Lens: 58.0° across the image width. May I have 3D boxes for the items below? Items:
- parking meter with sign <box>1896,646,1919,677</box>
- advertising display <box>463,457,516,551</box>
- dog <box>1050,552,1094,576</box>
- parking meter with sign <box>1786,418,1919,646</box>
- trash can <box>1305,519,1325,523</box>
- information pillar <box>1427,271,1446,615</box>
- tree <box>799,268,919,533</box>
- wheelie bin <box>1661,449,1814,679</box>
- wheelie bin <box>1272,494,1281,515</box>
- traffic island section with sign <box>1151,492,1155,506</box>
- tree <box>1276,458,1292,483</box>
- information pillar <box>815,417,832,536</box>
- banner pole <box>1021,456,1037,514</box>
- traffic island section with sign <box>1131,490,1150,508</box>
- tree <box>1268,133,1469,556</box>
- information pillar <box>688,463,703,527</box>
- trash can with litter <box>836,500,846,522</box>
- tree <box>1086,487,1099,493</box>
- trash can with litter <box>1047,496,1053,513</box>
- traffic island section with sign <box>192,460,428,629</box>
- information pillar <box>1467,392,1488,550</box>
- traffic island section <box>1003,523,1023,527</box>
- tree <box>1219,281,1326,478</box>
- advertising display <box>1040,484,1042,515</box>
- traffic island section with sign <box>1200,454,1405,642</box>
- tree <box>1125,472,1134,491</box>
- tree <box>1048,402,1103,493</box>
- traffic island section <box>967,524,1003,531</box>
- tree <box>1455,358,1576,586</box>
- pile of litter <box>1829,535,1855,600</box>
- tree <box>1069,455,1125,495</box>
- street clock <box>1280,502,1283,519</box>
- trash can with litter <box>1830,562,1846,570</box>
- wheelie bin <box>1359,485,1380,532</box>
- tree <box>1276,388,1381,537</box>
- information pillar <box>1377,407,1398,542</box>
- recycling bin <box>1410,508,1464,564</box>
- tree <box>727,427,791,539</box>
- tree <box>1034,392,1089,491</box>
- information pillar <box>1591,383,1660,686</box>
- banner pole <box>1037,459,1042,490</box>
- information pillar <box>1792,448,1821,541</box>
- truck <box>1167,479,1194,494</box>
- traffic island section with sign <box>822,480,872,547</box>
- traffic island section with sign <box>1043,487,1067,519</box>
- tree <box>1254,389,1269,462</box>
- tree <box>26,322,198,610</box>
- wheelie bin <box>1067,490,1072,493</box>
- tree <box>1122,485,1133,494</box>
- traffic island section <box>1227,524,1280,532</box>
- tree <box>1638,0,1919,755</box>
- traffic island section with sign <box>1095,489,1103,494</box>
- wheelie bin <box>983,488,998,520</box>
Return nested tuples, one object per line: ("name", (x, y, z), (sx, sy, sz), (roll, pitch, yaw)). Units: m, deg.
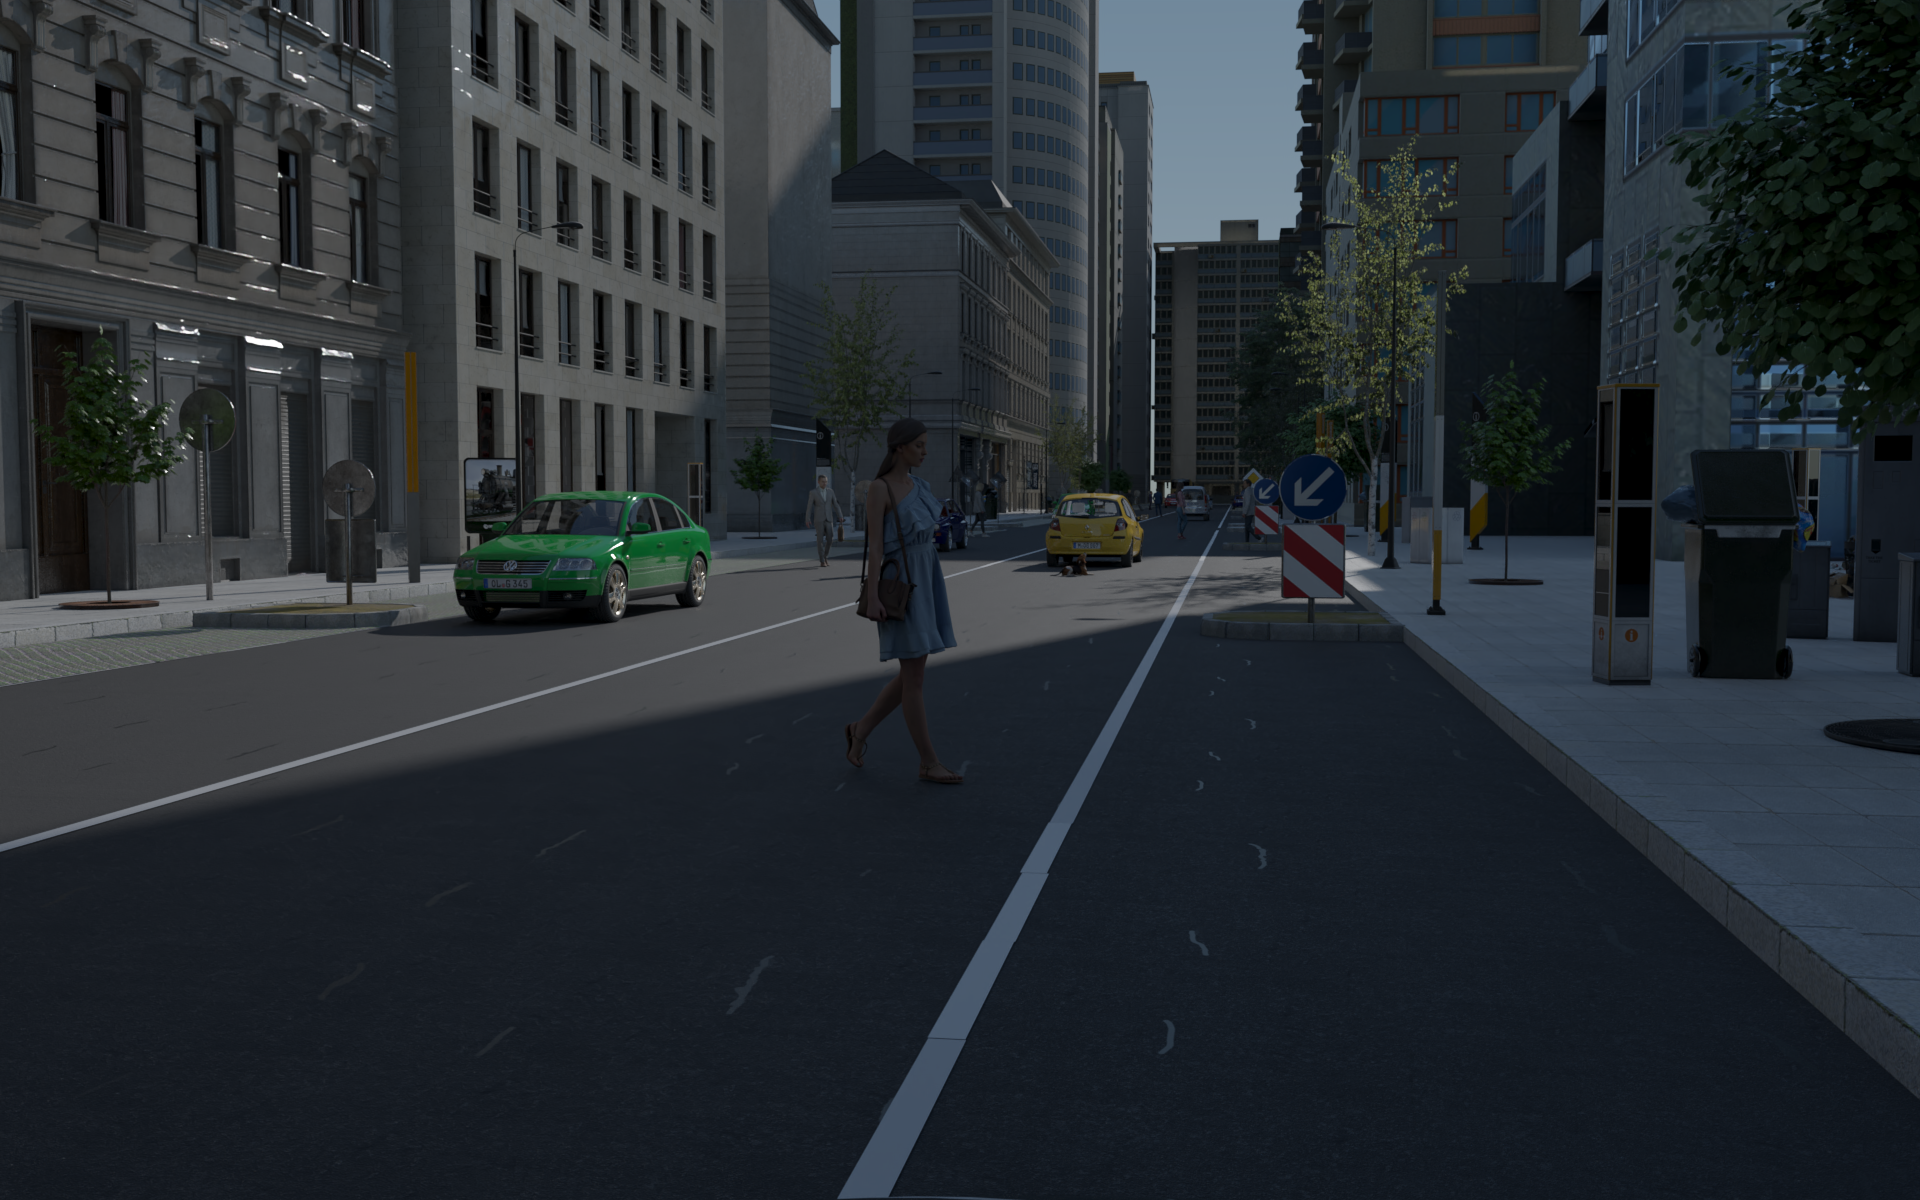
("parking meter with sign", (7.532, -0.962, 11.996), (1.738, 3.016, 0.543), (1, 4, 13))
("advertising display", (-8.261, -1.554, 30.625), (0.974, 1.923, 0.123), (-1, 4, -17))
("dog", (1.966, -0.625, 30.413), (0.748, 0.427, 0.550), (1, 4, 12))
("parking meter with sign", (8.164, -1.149, 15.050), (1.738, 3.016, 0.543), (2, 4, 26))
("trash can", (11.279, -2.652, 55.018), (0.748, 1.137, 0.748), (0, 3, 0))
("information pillar", (5.102, -1.658, 18.463), (0.183, 3.616, 0.504), (1, 4, 13))
("tree", (-3.495, -6.547, 57.413), (4.737, 8.622, 4.395), (0, 3, 0))
("wheelie bin", (5.451, -0.264, 12.224), (0.980, 1.594, 0.693), (1, 4, 11))
("wheelie bin", (19.877, -6.160, 108.626), (0.693, 1.594, 0.980), (1, 4, 22))
("traffic island section with sign", (22.375, -11.909, 203.342), (1.989, 1.847, 2.006), (1, 4, 9))
("tree", (17.756, -5.992, 92.574), (1.663, 3.219, 1.824), (0, 3, 0))
("information pillar", (-4.170, -3.764, 52.894), (0.504, 3.616, 0.183), (1, 4, 19))
("banner pole", (4.410, -7.580, 113.943), (0.863, 3.779, 0.401), (-2, 4, -33))
("traffic island section with sign", (18.120, -10.281, 176.723), (1.989, 1.847, 2.006), (1, 4, 9))
("tree", (8.617, -5.248, 36.167), (4.360, 8.622, 3.978), (0, 3, 0))
("information pillar", (-6.232, -2.223, 40.840), (0.304, 2.012, 0.304), (0, 4, 4))
("trash can with litter", (-5.655, -4.086, 78.189), (0.624, 1.170, 1.055), (2, 4, 34))
("tree", (12.158, -10.012, 158.294), (1.663, 3.219, 1.824), (0, 3, 0))
("trash can with litter", (6.242, -6.627, 119.735), (0.624, 1.170, 1.055), (-1, 4, -16))
("traffic island section with sign", (-7.080, -0.652, 19.293), (1.989, 1.847, 2.006), (1, 4, 9))
("information pillar", (11.914, -2.960, 39.750), (0.183, 3.616, 0.504), (-2, 4, -26))
("traffic island section", (1.652, -3.284, 75.976), (2.009, 0.180, 2.903), (1, 4, 9))
("tree", (20.605, -12.113, 104.699), (9.857, 13.997, 8.962), (0, 3, 0))
("advertising display", (5.066, -6.296, 108.149), (0.123, 1.923, 0.974), (0, 4, 3))
("traffic island section with sign", (3.503, -0.567, 17.897), (1.989, 1.847, 2.006), (1, 4, 9))
("tree", (18.148, -13.136, 198.480), (4.285, 4.588, 4.351), (0, 3, 0))
("tree", (9.206, -11.465, 137.814), (4.737, 8.622, 4.395), (0, 3, 0))
("traffic island section", (0.390, -2.802, 68.091), (2.009, 0.180, 2.903), (1, 4, 9))
("tree", (7.950, -1.842, 24.717), (1.663, 3.219, 1.824), (0, 3, 0))
("pile of litter", (11.067, -0.477, 21.764), (1.176, 0.858, 1.719), (3, 5, 40))
("tree", (10.692, -9.885, 145.332), (4.285, 4.588, 4.351), (0, 3, 0))
("street clock", (16.578, -5.155, 88.857), (0.358, 2.002, 0.471), (3, 5, 43))
("trash can with litter", (15.609, -1.152, 29.889), (2.233, 1.210, 1.678), (-2, 4, -32))
("wheelie bin", (13.999, -3.108, 58.719), (0.980, 1.594, 0.693), (0, 4, 1))
("tree", (11.271, -4.196, 52.322), (4.285, 4.588, 4.351), (0, 3, 0))
("information pillar", (11.391, -3.347, 46.073), (0.183, 3.616, 0.504), (-3, 4, -37))
("recycling bin", (8.814, -1.190, 32.012), (0.722, 1.027, 0.722), (-1, 4, -15))
("tree", (-5.815, -3.375, 49.785), (1.663, 3.219, 1.824), (0, 3, 0))
("tree", (7.377, -10.636, 124.268), (4.360, 8.622, 3.978), (0, 3, 0))
("information pillar", (4.485, -0.440, 11.685), (0.304, 2.012, 0.304), (0, 4, -2))
("banner pole", (5.454, -8.068, 121.932), (0.863, 3.779, 0.401), (0, 4, 6))
("information pillar", (13.553, -1.425, 27.790), (0.304, 2.012, 0.304), (-2, 4, -26))
("truck", (28.188, -13.755, 220.825), (3.469, 3.379, 9.791), (1, 4, 9))
("traffic island section with sign", (-2.621, -2.358, 47.173), (1.989, 1.847, 2.006), (1, 4, 9))
("traffic island section with sign", (5.918, -5.620, 100.515), (1.989, 1.847, 2.006), (1, 4, 9))
("tree", (15.945, -8.061, 82.158), (4.360, 8.622, 3.978), (0, 3, 0))
("tree", (-9.705, -1.520, 19.447), (1.663, 3.219, 1.824), (0, 3, 0))
("wheelie bin", (7.929, -7.261, 126.630), (0.693, 1.594, 0.980), (1, 4, 20))
("tree", (19.730, -12.848, 204.670), (1.663, 3.219, 1.824), (0, 3, 0))
("traffic island section", (11.243, -2.696, 66.356), (2.009, 0.180, 2.903), (1, 4, 9))
("tree", (5.265, -1.530, 8.733), (4.285, 4.588, 4.351), (0, 3, 0))
("traffic island section with sign", (10.302, -7.296, 127.925), (1.989, 1.847, 2.006), (1, 4, 9))
("wheelie bin", (1.562, -4.842, 87.081), (0.693, 1.594, 0.980), (3, 4, 37))
